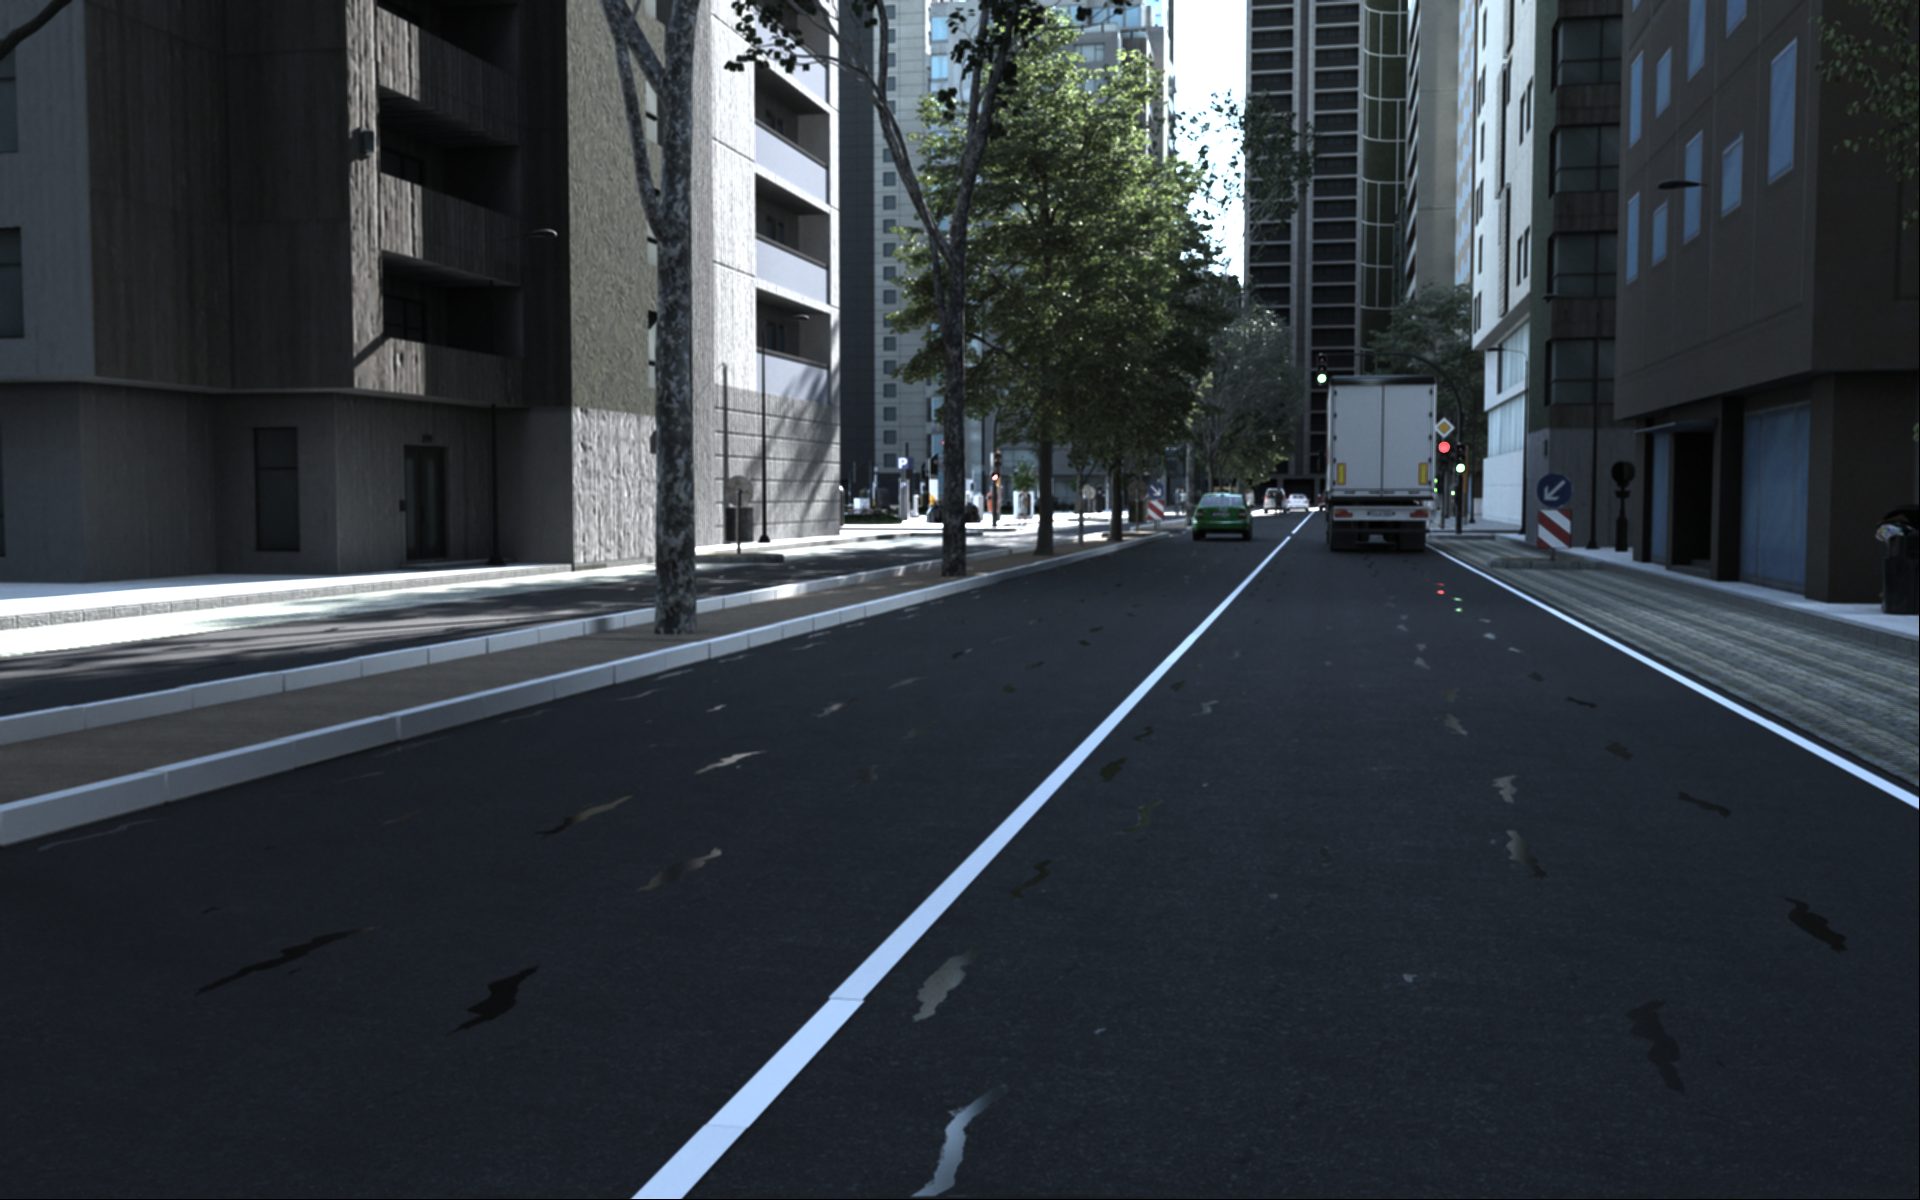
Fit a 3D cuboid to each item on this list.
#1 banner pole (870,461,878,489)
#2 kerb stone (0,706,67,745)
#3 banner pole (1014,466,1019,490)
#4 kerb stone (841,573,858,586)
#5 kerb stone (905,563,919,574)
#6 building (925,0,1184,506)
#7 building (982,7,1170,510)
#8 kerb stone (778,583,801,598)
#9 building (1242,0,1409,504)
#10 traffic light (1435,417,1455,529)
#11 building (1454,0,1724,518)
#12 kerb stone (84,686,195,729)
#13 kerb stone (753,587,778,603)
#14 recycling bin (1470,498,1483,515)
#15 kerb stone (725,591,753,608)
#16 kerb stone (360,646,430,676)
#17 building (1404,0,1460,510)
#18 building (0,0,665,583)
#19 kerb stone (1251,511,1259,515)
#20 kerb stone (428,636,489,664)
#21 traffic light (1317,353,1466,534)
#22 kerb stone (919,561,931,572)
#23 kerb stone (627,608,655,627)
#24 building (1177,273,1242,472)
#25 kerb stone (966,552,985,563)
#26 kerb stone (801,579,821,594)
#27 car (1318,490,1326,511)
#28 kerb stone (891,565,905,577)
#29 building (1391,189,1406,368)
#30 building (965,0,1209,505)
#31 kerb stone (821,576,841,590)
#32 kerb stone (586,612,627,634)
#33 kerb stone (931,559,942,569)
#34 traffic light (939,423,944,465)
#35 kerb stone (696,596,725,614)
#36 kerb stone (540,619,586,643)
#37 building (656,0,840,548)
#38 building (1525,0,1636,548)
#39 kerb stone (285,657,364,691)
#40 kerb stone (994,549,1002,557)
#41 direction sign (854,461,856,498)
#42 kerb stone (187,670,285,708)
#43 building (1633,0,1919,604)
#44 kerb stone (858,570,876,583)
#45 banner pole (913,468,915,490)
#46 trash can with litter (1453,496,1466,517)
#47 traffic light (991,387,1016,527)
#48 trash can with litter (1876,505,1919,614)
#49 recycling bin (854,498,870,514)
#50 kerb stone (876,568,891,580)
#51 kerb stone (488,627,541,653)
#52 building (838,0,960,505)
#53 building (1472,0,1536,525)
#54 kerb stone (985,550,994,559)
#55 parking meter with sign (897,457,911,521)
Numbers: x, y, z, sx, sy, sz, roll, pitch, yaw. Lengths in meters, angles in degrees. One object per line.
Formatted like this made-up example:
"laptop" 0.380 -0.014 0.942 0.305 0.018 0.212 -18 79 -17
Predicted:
"banner pole" -6.632 -8.729 132.737 0.863 3.779 0.401 1 4 13
"kerb stone" -5.455 0.747 9.982 0.120 0.150 1.000 1 4 12
"banner pole" 4.636 -8.988 136.968 0.863 3.779 0.401 0 4 -5
"kerb stone" -1.817 -0.290 27.032 0.120 0.150 1.000 1 4 12
"kerb stone" -0.954 -0.541 31.036 0.120 0.150 1.000 1 4 12
"building" 9.613 -33.731 171.108 23.786 49.044 30.456 1 4 12
"building" 10.138 -28.424 148.331 14.154 41.232 14.086 1 4 12
"kerb stone" -2.454 -0.112 24.025 0.120 0.150 1.000 1 4 12
"building" 48.196 -48.337 228.557 20.611 71.187 20.563 1 4 12
"traffic light" 17.597 -4.539 63.133 0.839 4.253 0.868 1 4 12
"building" 39.965 -28.293 112.698 14.600 45.320 14.200 1 4 12
"kerb stone" -5.242 0.692 10.982 0.120 0.150 1.000 1 4 12
"kerb stone" -2.673 -0.051 23.022 0.120 0.150 1.000 1 4 12
"recycling bin" 31.770 -5.736 106.337 0.722 1.027 0.722 0 4 6
"kerb stone" -2.883 0.011 22.009 0.120 0.150 1.000 1 4 12
"kerb stone" -4.608 0.502 13.982 0.120 0.150 1.000 1 4 12
"building" 48.916 -31.927 145.711 21.300 48.544 21.600 1 4 12
"building" -14.417 -15.823 30.407 14.160 30.474 14.107 1 4 12
"kerb stone" 21.360 -6.308 125.358 0.120 0.150 1.000 1 4 12
"kerb stone" -4.393 0.444 14.983 0.120 0.150 1.000 1 4 12
"traffic light" 13.863 -4.951 55.620 4.771 5.953 1.251 1 4 12
"kerb stone" -0.751 -0.602 32.038 0.120 0.150 1.000 1 4 12
"kerb stone" -3.536 0.195 19.012 0.120 0.150 1.000 1 4 12
"building" 30.128 -28.041 230.179 14.107 30.474 14.160 1 4 12
"kerb stone" 0.333 -0.907 37.050 0.120 0.150 1.000 1 4 12
"kerb stone" -2.242 -0.173 25.025 0.120 0.150 1.000 1 4 12
"car" 31.733 -8.522 148.000 2.281 1.827 5.304 1 4 12
"kerb stone" -1.173 -0.479 30.031 0.120 0.150 1.000 1 4 12
"building" 48.826 -24.037 164.709 14.160 30.474 14.107 1 4 12
"building" 13.643 -54.655 206.284 31.000 86.520 22.319 1 4 12
"kerb stone" -2.030 -0.234 26.024 0.120 0.150 1.000 1 4 12
"kerb stone" -3.746 0.256 18.008 0.120 0.150 1.000 1 4 12
"kerb stone" -0.531 -0.664 33.048 0.120 0.150 1.000 1 4 12
"traffic light" -0.322 -4.272 58.769 0.839 4.253 0.868 1 4 12
"kerb stone" -3.106 0.072 21.012 0.120 0.150 1.000 1 4 12
"kerb stone" -3.962 0.318 16.997 0.120 0.150 1.000 1 4 12
"building" -18.363 -31.119 50.801 28.212 58.520 21.231 1 4 12
"building" 22.495 -16.790 46.214 14.160 30.474 14.107 1 4 12
"kerb stone" -4.817 0.570 12.982 0.120 0.150 1.000 1 4 12
"kerb stone" 0.748 -1.031 39.051 0.120 0.150 1.000 1 4 12
"direction sign" -7.327 -7.857 120.459 0.379 3.537 0.876 -1 4 -10
"kerb stone" -5.037 0.625 11.983 0.120 0.150 1.000 1 4 12
"building" 17.982 -22.875 24.111 14.600 45.320 14.200 1 4 12
"kerb stone" -1.595 -0.357 28.031 0.120 0.150 1.000 1 4 12
"banner pole" -4.118 -9.411 143.881 0.863 3.779 0.401 1 4 14
"trash can with litter" 27.947 -5.218 96.701 0.624 1.170 1.055 -1 4 -17
"traffic light" 3.412 -5.597 66.175 4.771 5.953 1.251 1 4 12
"trash can with litter" 10.157 -0.450 18.740 0.624 1.170 1.055 1 4 18
"recycling bin" -5.902 -5.595 104.037 0.722 1.027 0.722 -2 4 -33
"kerb stone" -1.384 -0.415 29.031 0.120 0.150 1.000 1 4 12
"kerb stone" -4.171 0.382 15.993 0.120 0.150 1.000 1 4 12
"building" -11.748 -47.305 211.694 20.611 71.187 20.563 1 4 12
"building" 36.151 -29.531 72.064 27.495 52.752 28.713 1 4 12
"kerb stone" 0.544 -0.970 38.050 0.120 0.150 1.000 1 4 12
"parking meter with sign" -2.658 -5.311 83.098 0.543 3.016 1.738 0 4 4
